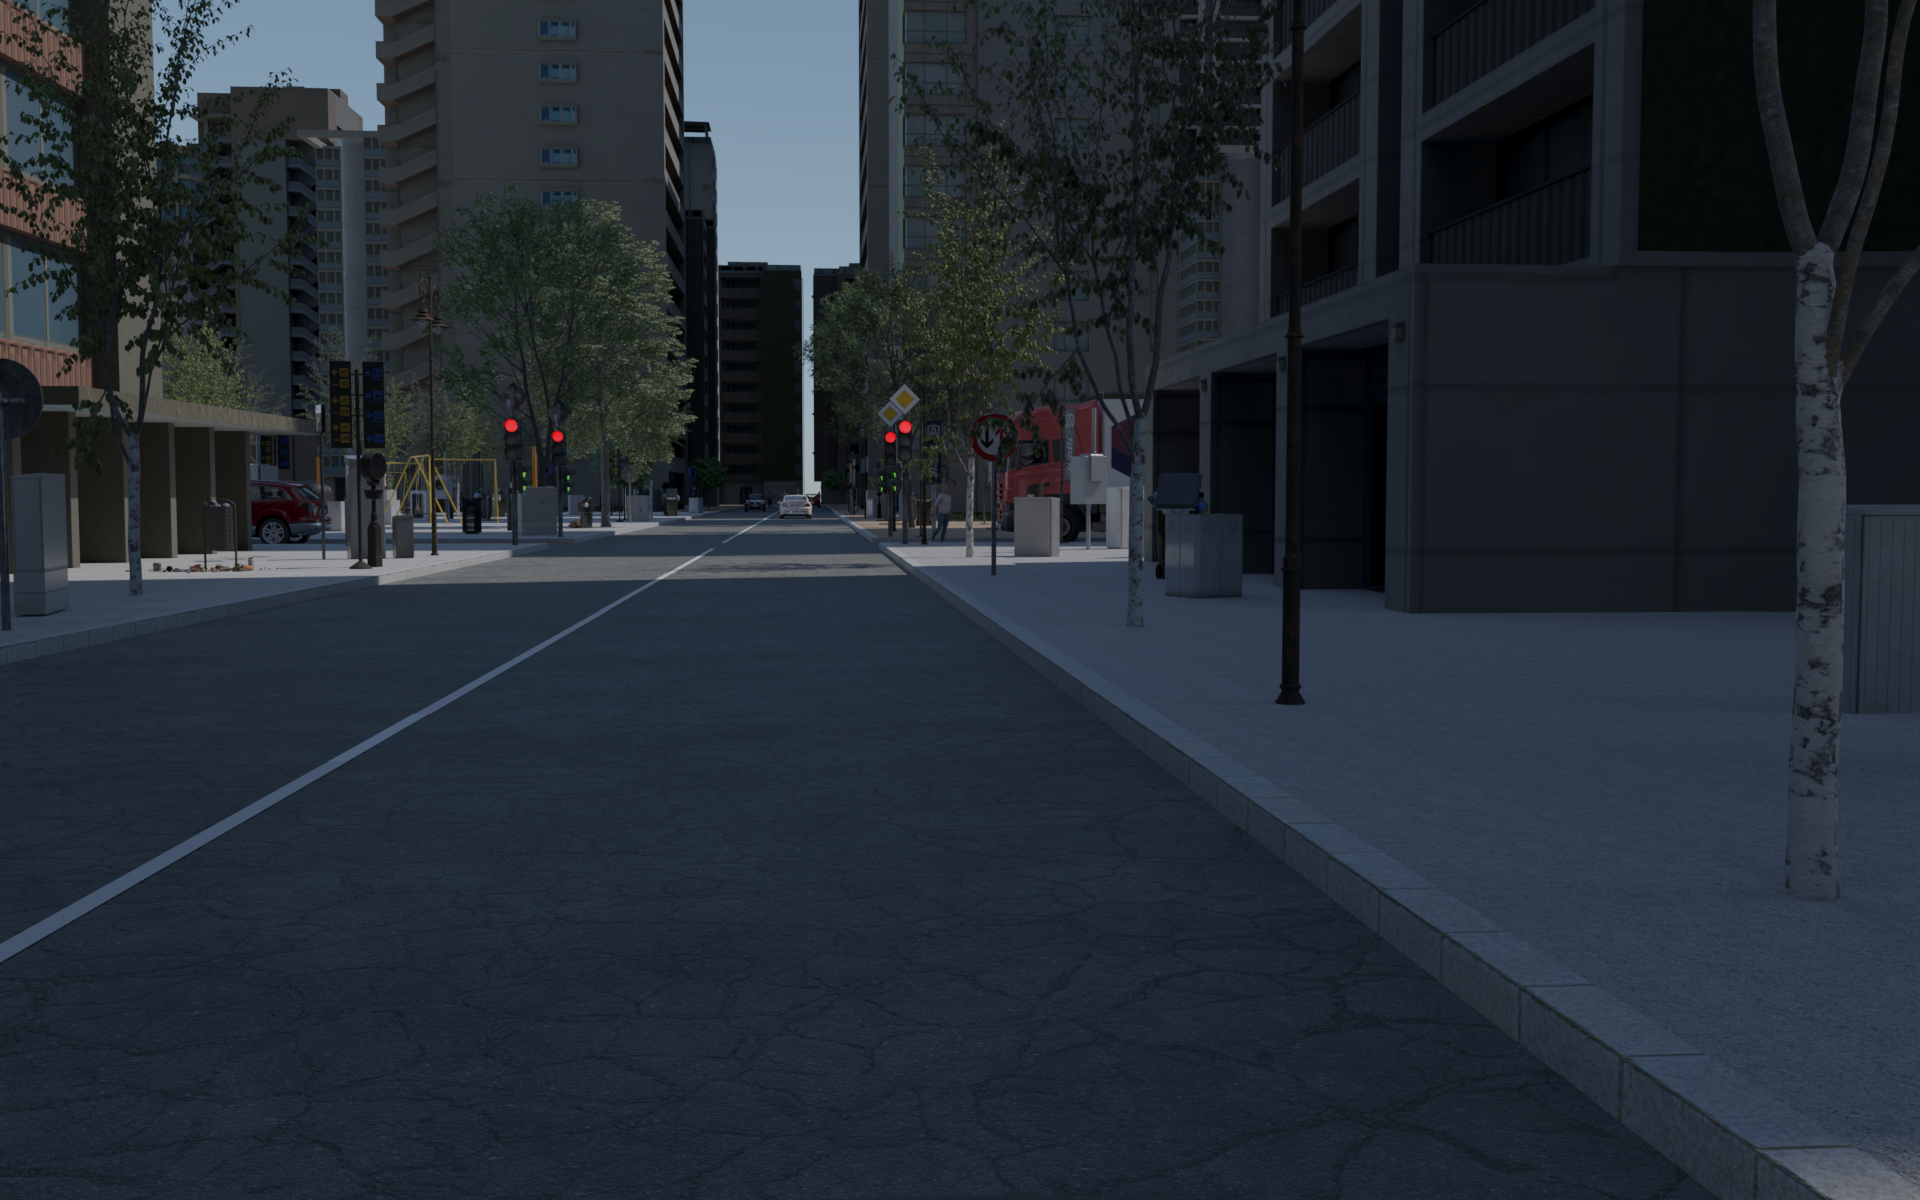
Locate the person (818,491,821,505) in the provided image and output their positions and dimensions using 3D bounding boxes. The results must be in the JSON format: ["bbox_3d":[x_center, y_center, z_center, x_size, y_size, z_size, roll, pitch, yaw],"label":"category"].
[{"bbox_3d":[-16.213,-11.639,199.461,0.621,1.740,0.551,-1,4,-17],"label":"person"}]

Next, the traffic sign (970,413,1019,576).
[{"bbox_3d":[0.533,-1.659,27.237,0.768,2.556,0.104,0,4,-3],"label":"traffic sign"}]

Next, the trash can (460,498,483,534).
[{"bbox_3d":[-15.698,-2.694,55.694,0.748,1.137,0.748,0,3,0],"label":"trash can"}]

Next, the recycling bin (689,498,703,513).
[{"bbox_3d":[-17.803,-6.378,116.827,0.722,1.027,0.722,1,4,20],"label":"recycling bin"}]

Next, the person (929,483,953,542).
[{"bbox_3d":[-0.594,-2.327,47.225,0.598,1.740,0.731,2,4,32],"label":"person"}]

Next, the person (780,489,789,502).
[{"bbox_3d":[-12.251,-6.834,120.586,0.716,1.782,0.532,2,4,32],"label":"person"}]

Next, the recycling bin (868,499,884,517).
[{"bbox_3d":[-4.701,-5.150,96.749,0.722,1.027,0.722,-2,4,-28],"label":"recycling bin"}]

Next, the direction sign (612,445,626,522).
[{"bbox_3d":[-15.625,-5.348,79.441,0.876,3.537,0.379,3,4,38],"label":"direction sign"}]

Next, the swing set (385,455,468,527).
[{"bbox_3d":[-21.852,-4.439,70.191,2.862,2.851,3.119,-2,4,-28],"label":"swing set"}]

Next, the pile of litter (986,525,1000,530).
[{"bbox_3d":[1.645,-2.916,61.644,1.176,0.858,1.719,-2,4,-30],"label":"pile of litter"}]

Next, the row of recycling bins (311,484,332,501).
[{"bbox_3d":[-26.045,-3.863,70.279,1.069,1.692,3.534,-1,4,-17],"label":"row of recycling bins"}]

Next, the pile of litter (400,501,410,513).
[{"bbox_3d":[-36.905,-6.234,115.887,1.719,0.858,1.176,1,4,22],"label":"pile of litter"}]

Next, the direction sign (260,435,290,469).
[{"bbox_3d":[-21.607,-3.834,54.685,0.876,3.537,0.379,0,4,-6],"label":"direction sign"}]

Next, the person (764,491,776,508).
[{"bbox_3d":[-20.205,-10.697,184.127,1.217,1.736,0.721,-1,4,-17],"label":"person"}]

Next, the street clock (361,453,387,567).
[{"bbox_3d":[-10.290,-1.580,30.406,0.358,2.002,0.471,1,4,17],"label":"street clock"}]

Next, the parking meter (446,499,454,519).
[{"bbox_3d":[-26.481,-4.983,89.880,0.372,1.533,0.369,0,3,0],"label":"parking meter"}]

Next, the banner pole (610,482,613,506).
[{"bbox_3d":[-24.920,-8.183,123.802,0.401,3.779,0.863,1,4,11],"label":"banner pole"}]

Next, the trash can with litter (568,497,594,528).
[{"bbox_3d":[-14.232,-3.273,64.900,1.055,1.170,0.624,2,4,25],"label":"trash can with litter"}]

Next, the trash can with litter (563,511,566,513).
[{"bbox_3d":[-27.557,-6.551,118.165,2.233,1.210,1.678,1,4,22],"label":"trash can with litter"}]

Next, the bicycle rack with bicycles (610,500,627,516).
[{"bbox_3d":[-19.821,-5.412,101.861,2.852,0.926,2.925,-1,4,-17],"label":"bicycle rack with bicycles"}]

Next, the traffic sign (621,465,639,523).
[{"bbox_3d":[-14.522,-4.657,76.255,0.768,2.556,0.104,0,4,-1],"label":"traffic sign"}]

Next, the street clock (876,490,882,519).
[{"bbox_3d":[-4.232,-5.270,90.732,0.471,2.002,0.358,-1,4,-21],"label":"street clock"}]

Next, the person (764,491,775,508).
[{"bbox_3d":[-20.086,-10.606,182.622,1.217,1.736,0.721,-1,4,-20],"label":"person"}]

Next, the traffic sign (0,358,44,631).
[{"bbox_3d":[-8.982,-0.987,16.236,0.768,2.556,0.104,0,4,-5],"label":"traffic sign"}]

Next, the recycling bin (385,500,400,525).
[{"bbox_3d":[-23.966,-3.673,72.603,0.722,1.027,0.722,1,4,15],"label":"recycling bin"}]

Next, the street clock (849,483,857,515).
[{"bbox_3d":[-6.529,-6.201,105.954,0.471,2.002,0.358,0,3,0],"label":"street clock"}]

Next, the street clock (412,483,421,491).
[{"bbox_3d":[-32.163,-5.987,102.451,0.471,2.002,0.358,0,4,-3],"label":"street clock"}]

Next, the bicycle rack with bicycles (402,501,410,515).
[{"bbox_3d":[-30.295,-4.897,93.446,2.852,0.926,2.925,0,4,-3],"label":"bicycle rack with bicycles"}]

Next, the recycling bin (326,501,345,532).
[{"bbox_3d":[-21.591,-2.881,59.663,0.722,1.027,0.722,0,4,-8],"label":"recycling bin"}]

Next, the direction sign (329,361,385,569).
[{"bbox_3d":[-10.283,-2.301,29.615,0.876,3.537,0.379,-1,4,-19],"label":"direction sign"}]

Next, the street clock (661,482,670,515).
[{"bbox_3d":[-17.849,-6.141,104.973,0.471,2.002,0.358,-2,4,-32],"label":"street clock"}]

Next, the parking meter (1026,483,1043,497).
[{"bbox_3d":[1.634,-1.815,38.091,0.372,1.533,0.369,0,3,0],"label":"parking meter"}]

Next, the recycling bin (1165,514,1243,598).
[{"bbox_3d":[3.057,-0.561,21.720,0.722,1.027,0.722,-2,4,-27],"label":"recycling bin"}]

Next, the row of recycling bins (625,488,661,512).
[{"bbox_3d":[-22.793,-7.155,124.098,3.534,1.692,1.069,3,4,37],"label":"row of recycling bins"}]

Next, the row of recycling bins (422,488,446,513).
[{"bbox_3d":[-36.768,-6.980,121.239,1.069,1.692,3.534,0,4,0],"label":"row of recycling bins"}]

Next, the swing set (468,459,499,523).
[{"bbox_3d":[-21.965,-4.855,76.997,3.119,2.851,2.862,-1,4,-18],"label":"swing set"}]

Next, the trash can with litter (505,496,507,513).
[{"bbox_3d":[-30.435,-6.372,115.562,0.624,1.170,1.055,-2,4,-25],"label":"trash can with litter"}]

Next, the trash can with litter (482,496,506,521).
[{"bbox_3d":[-22.263,-4.318,81.664,1.678,1.210,2.233,-1,4,-22],"label":"trash can with litter"}]

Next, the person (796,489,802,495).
[{"bbox_3d":[-10.365,-6.363,113.210,0.598,1.740,0.731,3,5,43],"label":"person"}]

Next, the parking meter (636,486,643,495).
[{"bbox_3d":[-19.414,-6.066,104.886,0.255,1.863,0.399,-3,5,-39],"label":"parking meter"}]

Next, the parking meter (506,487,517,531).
[{"bbox_3d":[-15.616,-3.180,60.411,0.372,1.533,0.369,0,3,0],"label":"parking meter"}]

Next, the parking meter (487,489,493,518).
[{"bbox_3d":[-25.610,-5.248,94.223,0.372,1.533,0.369,0,3,0],"label":"parking meter"}]

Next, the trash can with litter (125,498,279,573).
[{"bbox_3d":[-12.698,-1.090,28.875,2.233,1.210,1.678,0,4,-4],"label":"trash can with litter"}]

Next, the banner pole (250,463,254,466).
[{"bbox_3d":[-50.631,-8.158,123.403,0.863,3.779,0.401,0,4,3],"label":"banner pole"}]
